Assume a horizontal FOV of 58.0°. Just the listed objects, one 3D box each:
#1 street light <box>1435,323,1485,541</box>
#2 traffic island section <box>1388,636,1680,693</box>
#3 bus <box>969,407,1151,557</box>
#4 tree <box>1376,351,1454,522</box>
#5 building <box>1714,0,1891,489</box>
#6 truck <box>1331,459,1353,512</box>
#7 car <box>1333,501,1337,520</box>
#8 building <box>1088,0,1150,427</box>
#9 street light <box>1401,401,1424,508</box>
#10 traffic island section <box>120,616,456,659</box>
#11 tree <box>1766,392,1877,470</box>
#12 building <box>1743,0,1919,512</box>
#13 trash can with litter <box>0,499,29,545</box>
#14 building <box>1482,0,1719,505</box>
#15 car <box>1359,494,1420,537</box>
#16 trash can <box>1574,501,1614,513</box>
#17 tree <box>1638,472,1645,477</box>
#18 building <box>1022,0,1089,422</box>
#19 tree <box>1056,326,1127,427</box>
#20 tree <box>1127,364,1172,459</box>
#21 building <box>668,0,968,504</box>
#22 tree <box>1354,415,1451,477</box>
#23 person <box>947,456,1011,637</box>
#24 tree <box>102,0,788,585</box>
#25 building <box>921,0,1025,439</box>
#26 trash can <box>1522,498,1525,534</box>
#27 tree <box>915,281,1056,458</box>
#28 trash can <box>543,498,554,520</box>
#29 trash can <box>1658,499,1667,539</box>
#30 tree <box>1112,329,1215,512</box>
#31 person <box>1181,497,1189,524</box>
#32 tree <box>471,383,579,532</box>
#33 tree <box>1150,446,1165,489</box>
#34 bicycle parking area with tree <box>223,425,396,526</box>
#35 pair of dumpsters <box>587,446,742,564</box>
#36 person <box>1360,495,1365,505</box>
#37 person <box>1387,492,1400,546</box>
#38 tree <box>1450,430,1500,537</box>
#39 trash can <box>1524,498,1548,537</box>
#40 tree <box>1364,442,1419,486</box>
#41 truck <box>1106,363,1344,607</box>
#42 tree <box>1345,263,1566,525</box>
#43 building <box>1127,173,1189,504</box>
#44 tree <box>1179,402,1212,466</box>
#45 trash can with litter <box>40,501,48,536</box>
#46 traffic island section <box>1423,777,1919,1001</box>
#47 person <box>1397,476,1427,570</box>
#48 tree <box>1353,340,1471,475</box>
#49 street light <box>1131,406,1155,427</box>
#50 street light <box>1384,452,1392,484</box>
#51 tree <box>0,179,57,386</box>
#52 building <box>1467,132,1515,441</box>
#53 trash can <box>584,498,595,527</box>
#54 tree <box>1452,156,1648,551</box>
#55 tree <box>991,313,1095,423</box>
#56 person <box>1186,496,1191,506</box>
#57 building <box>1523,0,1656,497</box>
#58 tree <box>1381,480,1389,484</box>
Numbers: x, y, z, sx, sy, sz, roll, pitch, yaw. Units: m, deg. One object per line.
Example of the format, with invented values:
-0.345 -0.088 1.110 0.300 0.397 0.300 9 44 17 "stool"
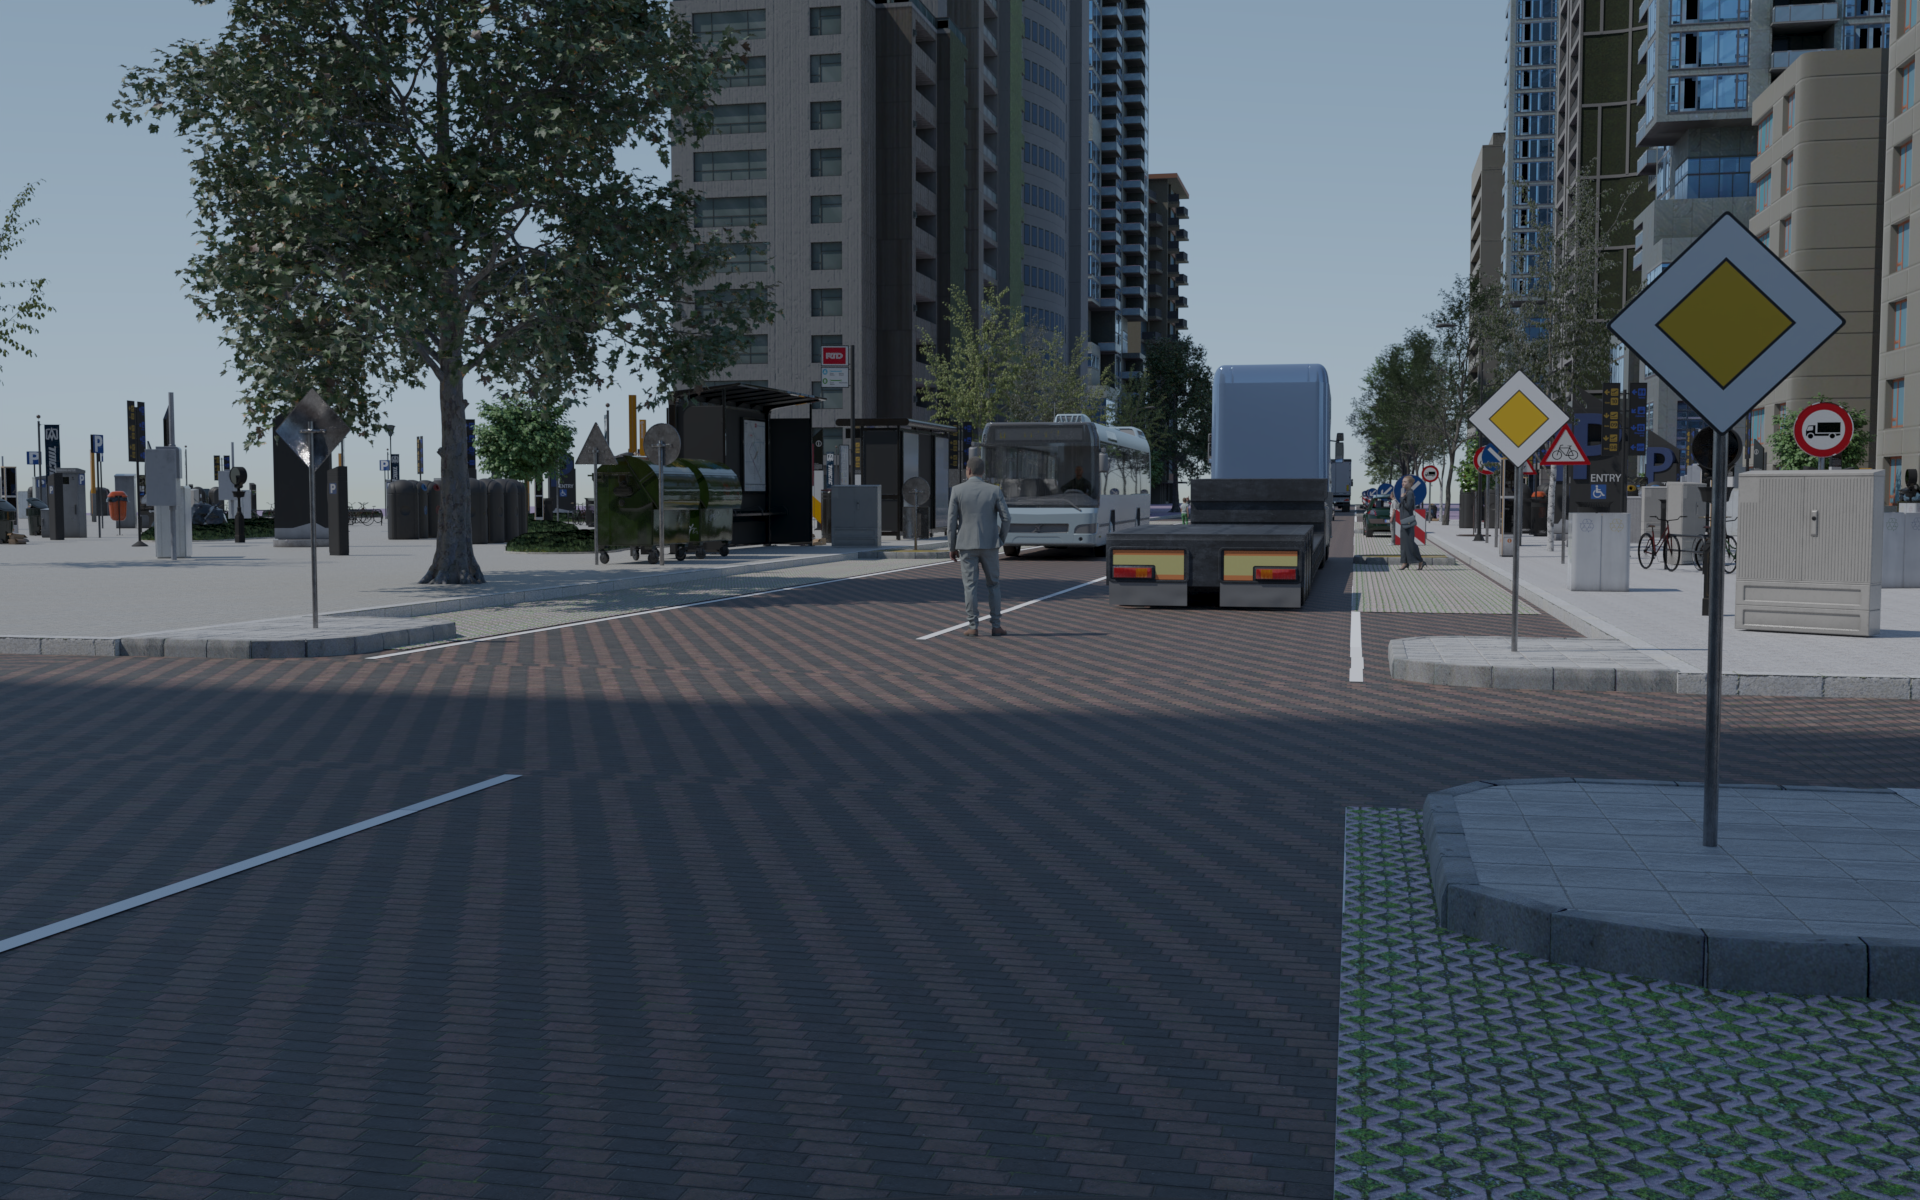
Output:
13.617 -4.563 47.140 1.470 5.913 1.316 1 4 13 "street light"
4.535 0.500 14.111 2.009 0.180 2.903 1 4 13 "traffic island section"
2.794 -2.914 42.503 2.948 3.499 13.247 1 4 11 "bus"
22.088 -7.938 80.156 4.360 8.622 3.978 0 3 0 "tree"
51.496 -48.632 107.809 22.319 86.520 31.000 1 4 13 "building"
31.137 -9.453 143.466 2.839 4.237 11.283 1 4 12 "truck"
19.268 -5.109 93.318 2.009 1.686 4.222 1 4 15 "car"
11.386 -54.389 201.936 22.319 86.520 31.000 1 4 13 "building"
22.476 -6.947 86.126 1.470 5.913 1.316 1 4 13 "street light"
-6.180 0.350 16.554 2.009 0.180 2.903 1 4 13 "traffic island section"
27.650 -4.398 55.628 4.285 4.588 4.351 0 3 0 "tree"
45.184 -13.125 59.635 27.650 21.520 28.899 1 4 13 "building"
-24.227 -2.008 44.221 1.055 1.170 0.624 1 4 22 "trash can with litter"
71.789 -54.248 199.621 22.319 86.520 31.000 1 4 13 "building"
14.446 -2.956 58.118 2.009 1.686 4.222 1 4 11 "car"
12.622 -1.398 34.507 0.748 1.137 0.748 0 3 0 "trash can"
32.637 -5.321 81.594 1.663 3.219 1.824 0 3 0 "tree"
-2.353 -36.370 136.656 21.231 58.520 28.212 1 4 13 "building"
4.690 -7.733 76.800 4.737 8.622 4.395 0 3 0 "tree"
9.739 -9.077 98.766 4.737 8.622 4.395 0 3 0 "tree"
-7.885 -20.180 101.644 14.160 30.474 14.107 1 4 13 "building"
44.357 -16.058 172.925 12.009 13.543 11.850 0 3 0 "tree"
0.192 -0.544 17.488 0.635 1.810 0.391 -1 4 -10 "person"
-7.309 -6.591 24.772 9.611 12.733 9.660 0 3 0 "tree"
-3.886 -26.413 115.444 14.154 41.232 14.086 1 4 13 "building"
18.222 -2.707 55.907 0.748 1.137 0.748 0 3 0 "trash can"
0.624 -6.660 59.261 4.737 8.622 4.395 0 3 0 "tree"
-15.571 -3.259 64.934 0.748 1.137 0.748 0 3 0 "trash can"
19.368 -2.167 47.081 0.748 1.137 0.748 0 3 0 "trash can"
15.029 -12.485 121.137 9.611 12.733 9.660 0 3 0 "tree"
8.760 -3.347 67.471 0.306 1.304 0.590 0 4 6 "person"
-12.578 -4.051 49.948 4.285 4.588 4.351 0 3 0 "tree"
11.028 -7.458 105.658 4.285 4.588 4.351 0 3 0 "tree"
-25.909 -5.267 73.112 9.016 4.147 8.231 -3 5 -45 "bicycle parking area with tree"
-5.677 -1.901 33.577 1.574 2.255 4.437 1 4 13 "pair of dumpsters"
50.459 -12.672 216.422 1.217 1.736 0.721 -1 4 -23 "person"
12.053 -2.261 48.059 0.523 1.515 0.503 0 4 -7 "person"
15.559 -3.534 52.385 1.663 3.219 1.824 0 3 0 "tree"
17.543 -2.482 52.233 0.748 1.137 0.748 0 3 0 "trash can"
56.653 -18.843 226.203 7.486 12.596 7.792 0 3 0 "tree"
5.107 -2.478 30.278 2.967 4.110 18.799 1 4 13 "truck"
20.119 -8.322 70.479 8.767 10.594 7.601 -3 4 -38 "tree"
18.839 -35.342 232.459 22.147 44.769 28.867 1 4 13 "building"
24.064 -14.532 163.361 9.928 11.665 9.643 0 3 0 "tree"
-28.095 -2.552 53.115 1.055 1.170 0.624 1 4 20 "trash can with litter"
2.757 0.976 6.326 2.009 0.180 2.903 1 4 13 "traffic island section"
8.413 -1.433 32.352 0.534 1.772 0.576 -1 4 -10 "person"
30.310 -11.648 116.203 9.928 11.665 9.643 0 3 0 "tree"
9.637 -7.302 91.934 1.470 5.913 1.316 1 4 13 "street light"
30.817 -9.169 122.448 1.470 5.913 1.316 1 4 13 "street light"
-18.670 -4.922 30.833 4.737 8.622 4.395 0 3 0 "tree"
78.259 -36.862 226.401 21.300 48.544 21.600 1 4 13 "building"
-14.205 -3.395 67.158 0.748 1.137 0.748 0 3 0 "trash can"
13.277 -5.406 38.743 4.360 8.622 3.978 0 3 0 "tree"
3.048 -7.329 70.199 4.360 8.622 3.978 0 3 0 "tree"
5.615 -1.995 41.298 0.466 1.800 0.511 0 4 0 "person"
55.944 -42.575 134.345 20.563 71.187 20.611 1 4 13 "building"
52.629 -13.491 215.171 1.663 3.219 1.824 0 3 0 "tree"
